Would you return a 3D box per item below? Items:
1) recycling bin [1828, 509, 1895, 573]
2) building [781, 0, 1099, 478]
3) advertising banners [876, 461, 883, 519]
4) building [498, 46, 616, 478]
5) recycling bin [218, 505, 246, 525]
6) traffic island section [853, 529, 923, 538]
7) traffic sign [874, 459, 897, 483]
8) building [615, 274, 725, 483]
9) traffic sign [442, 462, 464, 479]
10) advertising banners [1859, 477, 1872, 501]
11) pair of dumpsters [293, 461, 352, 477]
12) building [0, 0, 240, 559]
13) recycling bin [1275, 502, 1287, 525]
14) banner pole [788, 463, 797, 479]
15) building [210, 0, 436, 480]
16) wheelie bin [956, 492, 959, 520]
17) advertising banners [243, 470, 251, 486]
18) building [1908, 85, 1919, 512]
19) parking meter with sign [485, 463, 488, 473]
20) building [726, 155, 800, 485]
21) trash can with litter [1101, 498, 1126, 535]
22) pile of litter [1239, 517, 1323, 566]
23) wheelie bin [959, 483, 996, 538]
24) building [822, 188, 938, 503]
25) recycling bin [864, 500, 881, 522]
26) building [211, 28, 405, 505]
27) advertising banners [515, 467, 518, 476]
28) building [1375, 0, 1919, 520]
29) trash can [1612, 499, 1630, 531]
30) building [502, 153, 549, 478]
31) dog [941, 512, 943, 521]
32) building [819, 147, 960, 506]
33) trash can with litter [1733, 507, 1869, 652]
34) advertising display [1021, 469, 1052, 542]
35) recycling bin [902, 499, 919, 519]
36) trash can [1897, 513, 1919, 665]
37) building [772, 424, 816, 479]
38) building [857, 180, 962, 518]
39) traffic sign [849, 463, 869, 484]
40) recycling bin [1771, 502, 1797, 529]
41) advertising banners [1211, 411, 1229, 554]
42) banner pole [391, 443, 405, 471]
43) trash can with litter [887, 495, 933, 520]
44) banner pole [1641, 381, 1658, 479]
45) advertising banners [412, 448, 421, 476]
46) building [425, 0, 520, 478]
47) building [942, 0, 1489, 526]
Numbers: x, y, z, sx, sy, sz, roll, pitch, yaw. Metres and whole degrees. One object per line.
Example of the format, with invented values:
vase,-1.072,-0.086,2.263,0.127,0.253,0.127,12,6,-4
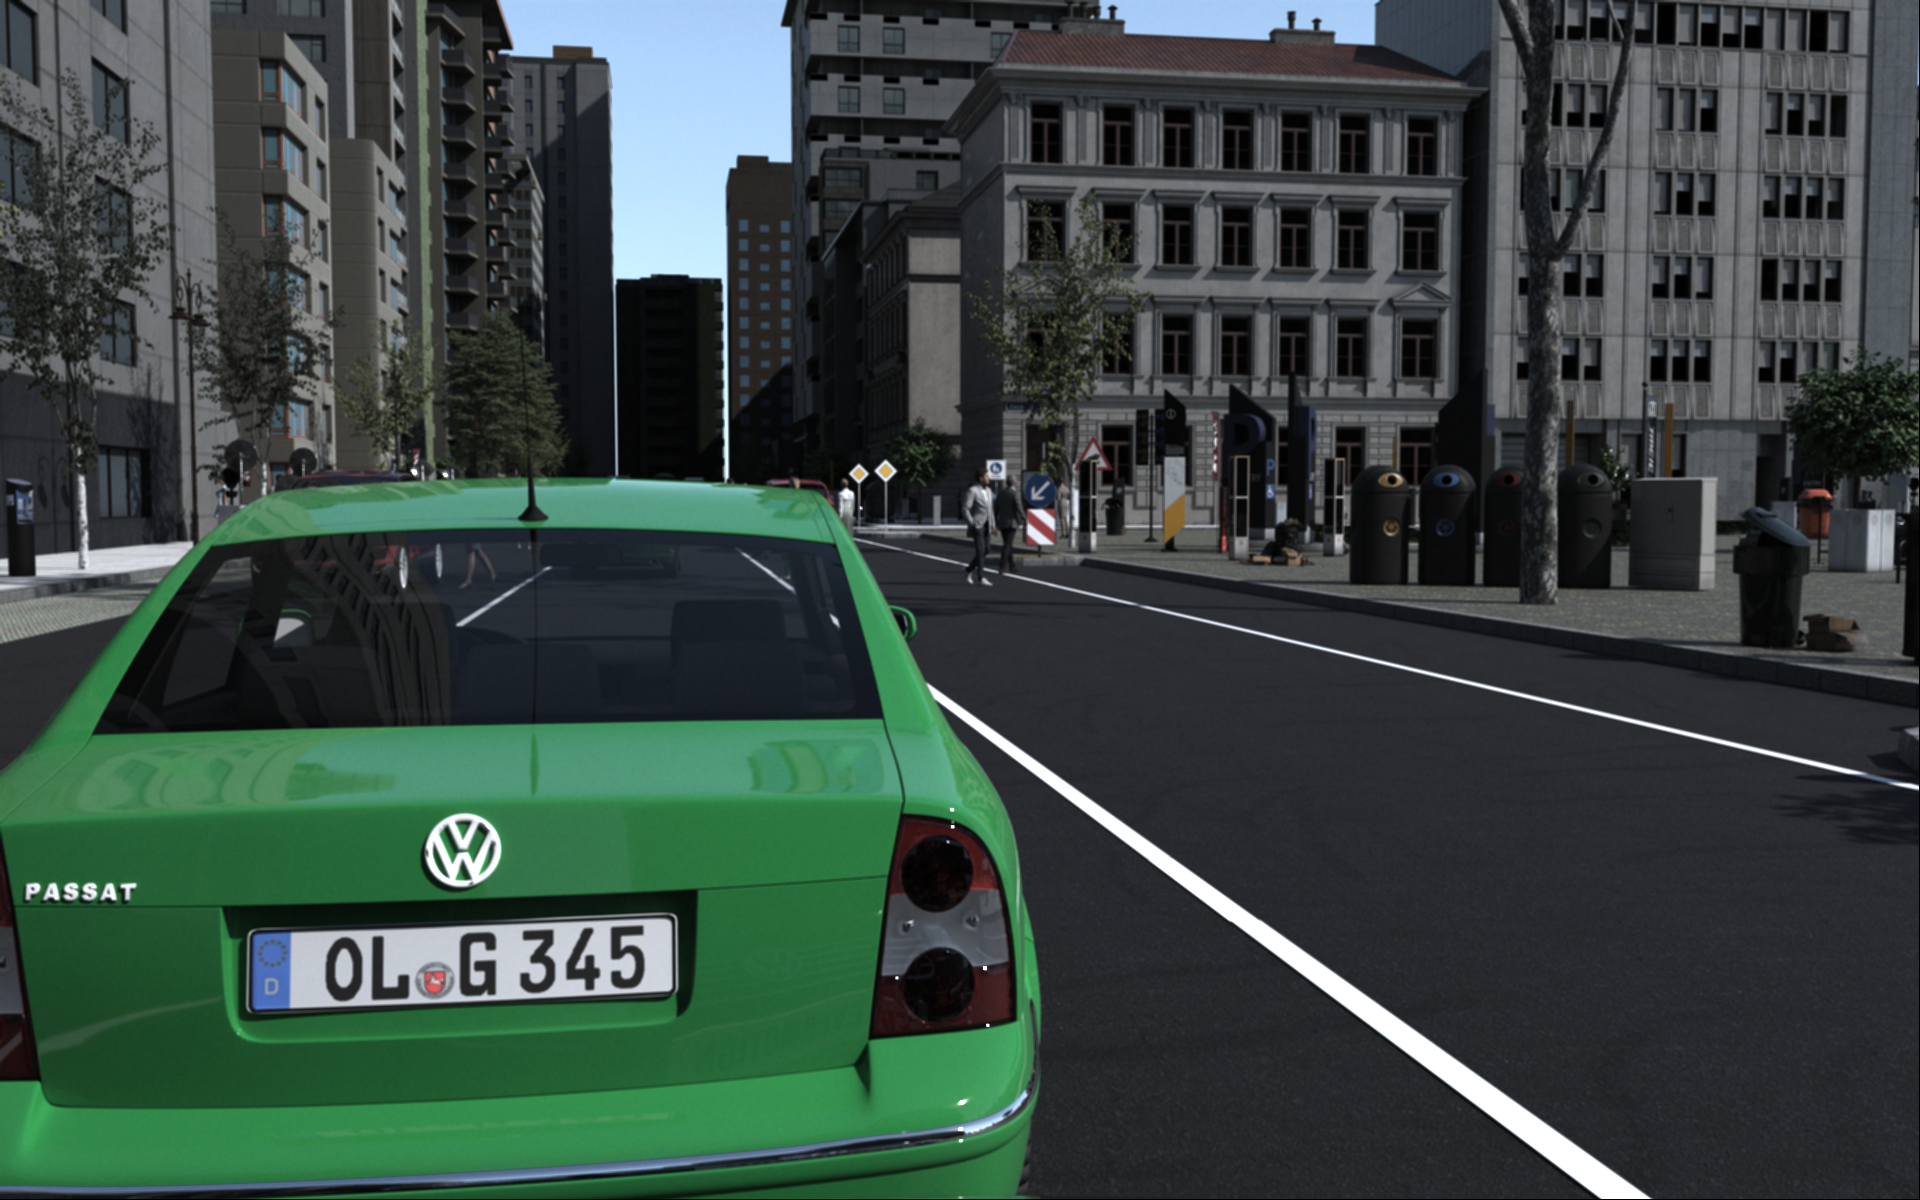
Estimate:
recycling bin,14.896,-0.983,28.625,0.722,1.027,0.722,-2,4,-26
building,-2.085,-35.511,169.846,28.713,52.752,27.495,-1,4,-10
advertising banners,-4.217,-5.815,91.258,0.090,3.025,2.074,-1,4,-12
building,-60.351,-42.079,229.996,28.212,58.520,21.231,-1,4,-10
recycling bin,-16.326,-1.639,39.344,0.722,1.027,0.722,1,4,21
traffic island section,-2.429,-2.172,57.792,2.009,0.180,2.903,-1,4,-10
traffic sign,-2.451,-3.395,57.705,0.795,2.593,0.064,-1,4,-10
building,-38.679,-28.084,230.876,14.107,30.474,14.160,-1,4,-10
traffic sign,-18.487,-3.724,63.084,0.795,2.593,0.064,-1,4,-10
advertising banners,38.624,-4.759,73.996,0.090,3.025,2.074,1,4,12
pair of dumpsters,-18.390,-2.910,50.069,1.574,2.255,4.437,-1,4,-10
building,-30.488,-36.758,39.246,20.611,71.187,20.563,-1,4,-10
recycling bin,10.024,-2.524,53.828,0.722,1.027,0.722,-1,4,-10
banner pole,-13.276,-9.050,137.978,0.863,3.779,0.401,0,4,-7
building,-40.664,-25.853,106.288,14.154,41.232,14.086,-1,4,-10
wheelie bin,0.251,-4.746,85.497,0.980,1.594,0.693,1,4,20
advertising banners,-41.612,-6.336,99.784,2.074,3.025,0.090,0,4,4
building,52.402,-14.819,84.097,24.055,21.916,13.314,-1,4,-10
parking meter with sign,-27.499,-6.193,97.518,1.738,3.016,0.543,-2,4,-24
building,-23.881,-35.637,232.769,14.200,45.320,14.600,-1,4,-10
trash can with litter,4.817,-2.612,54.093,0.624,1.170,1.055,1,4,19
pile of litter,5.801,-1.068,31.423,1.176,0.858,1.719,-2,4,-25
wheelie bin,0.604,-2.638,51.042,0.980,1.594,0.693,-1,4,-14
building,-1.682,-18.835,127.012,14.314,24.678,30.058,-1,4,-10
recycling bin,-4.015,-4.082,79.288,0.722,1.027,0.722,0,4,4
building,-41.262,-14.182,76.920,27.650,21.520,28.899,-1,4,-10
advertising banners,-28.900,-7.192,113.784,0.090,3.025,2.074,0,4,3
building,30.799,-16.015,79.864,19.932,24.808,12.078,-1,4,-10
trash can,17.455,-2.112,46.182,0.748,1.137,0.748,0,3,0
building,-57.909,-30.457,189.856,23.993,40.220,32.217,-1,4,-10
dog,-0.923,-3.626,76.117,0.406,0.507,0.540,-1,4,-15
building,-5.229,-23.052,148.600,14.160,30.474,14.107,-1,4,-10
trash can with litter,7.039,-0.189,14.481,0.624,1.170,1.055,-3,4,-38
advertising display,2.017,-2.473,45.644,0.974,1.923,0.123,3,5,41
recycling bin,-2.565,-4.772,90.570,0.722,1.027,0.722,-2,4,-25
trash can,7.435,-0.082,12.996,0.748,1.137,0.748,0,3,0
building,-9.504,-54.120,197.539,22.319,86.520,31.000,-1,4,-10
building,0.229,-14.550,102.523,10.561,19.102,19.286,-1,4,-10
traffic sign,-3.803,-3.877,65.576,0.795,2.593,0.064,-1,4,-10
recycling bin,27.811,-2.810,58.502,0.722,1.027,0.722,1,4,19
advertising banners,5.720,-2.526,37.489,0.090,3.025,2.074,2,4,24
banner pole,-27.664,-5.838,85.466,0.863,3.779,0.401,-2,4,-33
trash can with litter,-2.590,-4.623,86.647,2.233,1.210,1.678,2,4,34
banner pole,15.350,-2.974,38.649,0.863,3.779,0.401,-3,5,-43
advertising banners,-20.960,-4.231,65.371,0.090,3.025,2.074,1,4,19
building,-49.927,-30.198,148.354,22.147,44.769,28.867,-1,4,-10
building,10.555,-14.684,76.241,21.152,22.565,11.583,-1,4,-10
